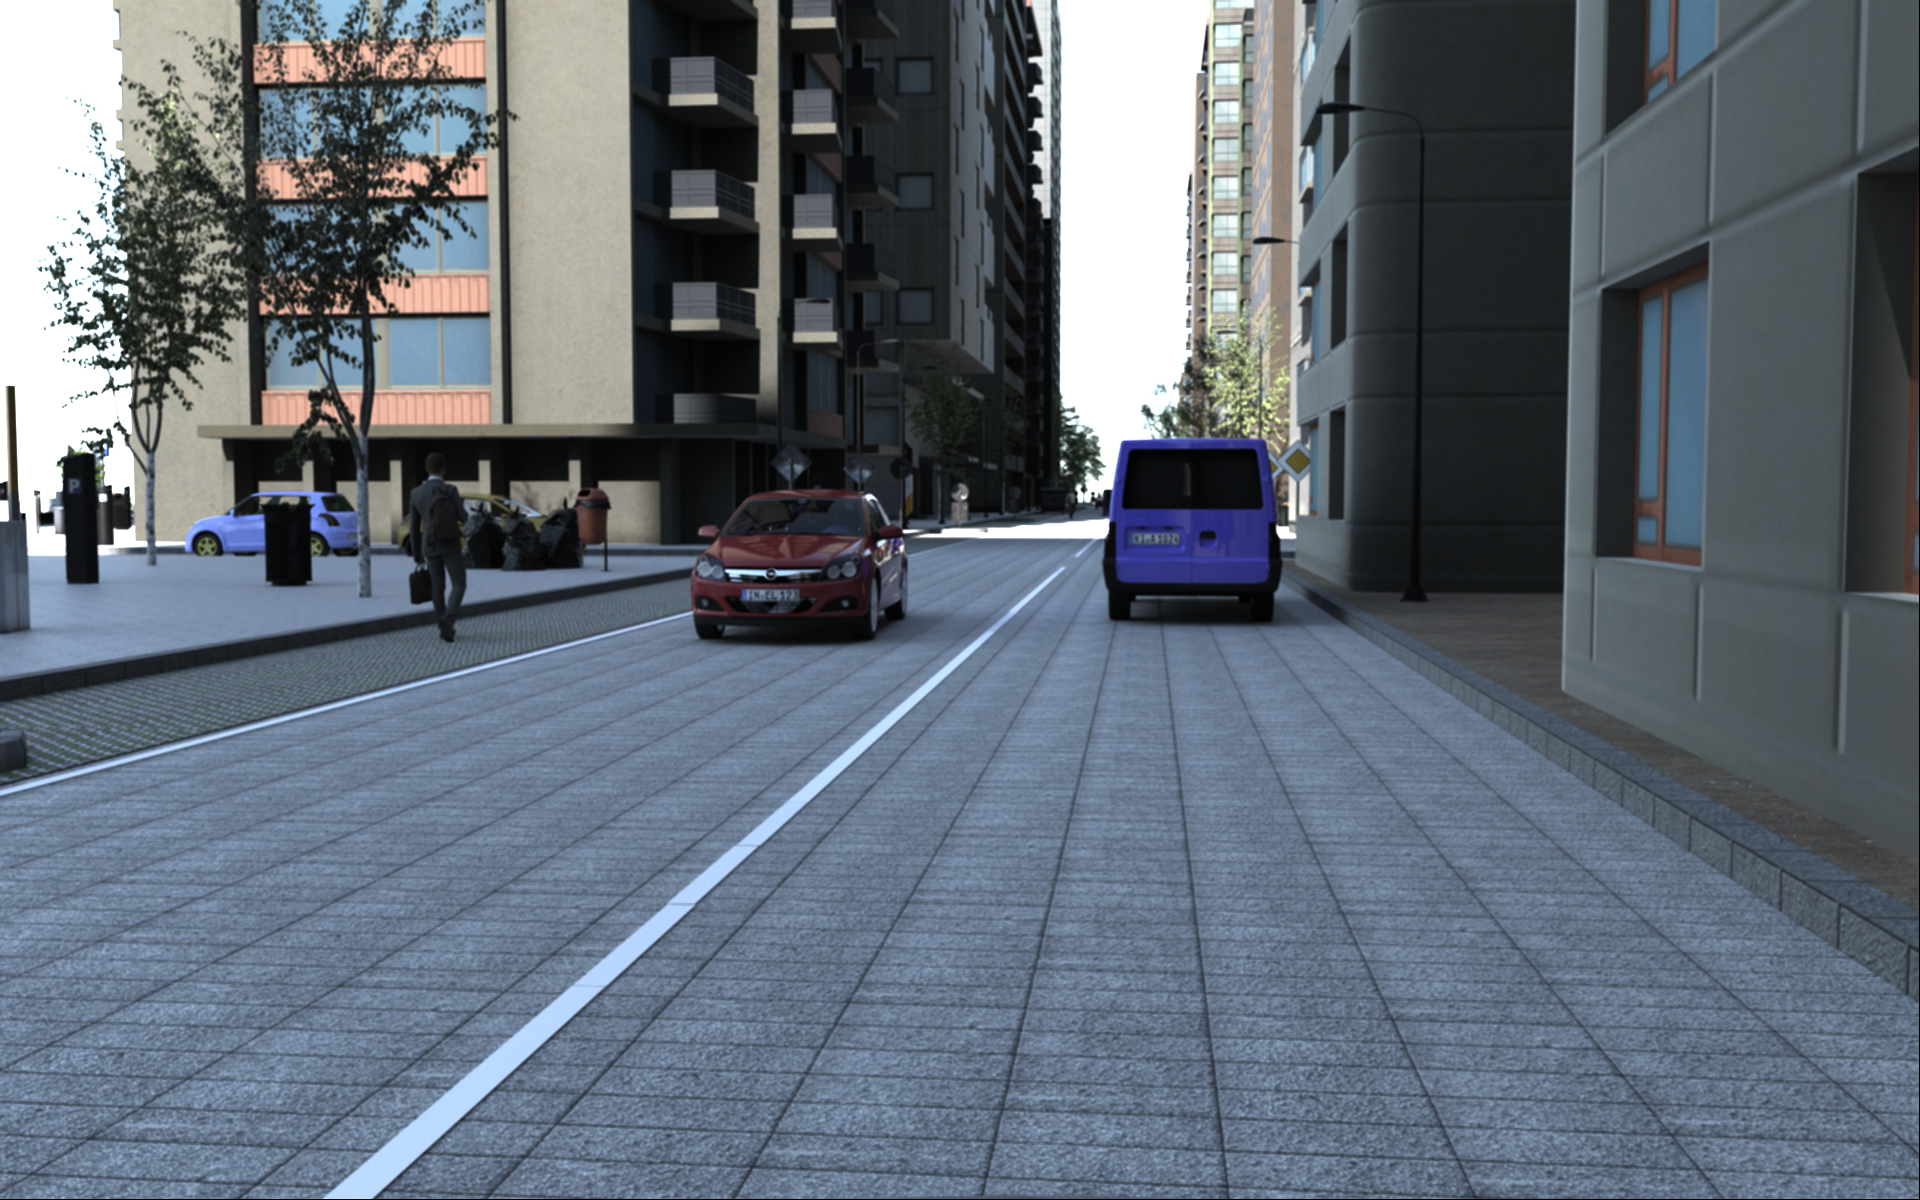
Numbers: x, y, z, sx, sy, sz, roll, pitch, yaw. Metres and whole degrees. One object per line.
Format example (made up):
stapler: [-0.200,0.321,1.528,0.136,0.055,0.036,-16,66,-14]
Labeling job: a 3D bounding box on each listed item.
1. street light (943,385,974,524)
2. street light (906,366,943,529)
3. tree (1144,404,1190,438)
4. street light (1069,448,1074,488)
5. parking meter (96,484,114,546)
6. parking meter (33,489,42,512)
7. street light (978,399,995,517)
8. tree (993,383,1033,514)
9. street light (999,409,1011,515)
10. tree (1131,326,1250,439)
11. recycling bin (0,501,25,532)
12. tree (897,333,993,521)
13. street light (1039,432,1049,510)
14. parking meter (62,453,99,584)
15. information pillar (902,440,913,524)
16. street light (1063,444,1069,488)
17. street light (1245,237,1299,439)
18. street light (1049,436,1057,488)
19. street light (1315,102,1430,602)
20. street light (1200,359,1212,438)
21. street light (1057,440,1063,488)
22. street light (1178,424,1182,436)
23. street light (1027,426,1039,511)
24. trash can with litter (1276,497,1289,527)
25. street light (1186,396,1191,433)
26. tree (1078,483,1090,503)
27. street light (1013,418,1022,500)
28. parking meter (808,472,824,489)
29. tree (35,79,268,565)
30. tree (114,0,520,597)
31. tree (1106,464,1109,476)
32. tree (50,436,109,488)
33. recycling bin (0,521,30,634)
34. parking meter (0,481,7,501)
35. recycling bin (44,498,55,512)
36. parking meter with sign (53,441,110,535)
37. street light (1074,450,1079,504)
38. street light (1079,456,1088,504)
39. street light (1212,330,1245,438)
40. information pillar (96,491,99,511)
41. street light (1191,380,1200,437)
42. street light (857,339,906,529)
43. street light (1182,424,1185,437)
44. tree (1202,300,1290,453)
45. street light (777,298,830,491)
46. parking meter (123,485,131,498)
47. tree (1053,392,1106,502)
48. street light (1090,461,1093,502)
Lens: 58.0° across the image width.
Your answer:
street light: [-0.226,-6.182,73.621,1.470,5.913,1.316,0,4,6]
street light: [-1.500,-5.529,62.944,1.470,5.913,1.316,0,4,6]
tree: [24.907,-16.593,197.050,9.928,11.665,9.643,0,3,0]
street light: [10.402,-12.255,172.907,1.470,5.913,1.316,0,4,6]
parking meter: [-21.358,-2.132,43.276,0.372,1.533,0.369,0,3,0]
parking meter: [-48.261,-5.027,90.607,0.372,1.533,0.369,0,3,0]
street light: [0.901,-6.836,84.314,1.470,5.913,1.316,0,4,6]
tree: [2.606,-9.932,112.756,4.737,8.622,4.395,0,3,0]
street light: [1.974,-7.491,95.012,1.470,5.913,1.316,0,4,6]
tree: [13.742,-9.946,97.021,8.767,10.594,7.601,0,4,7]
recycling bin: [-34.565,-3.072,62.777,0.722,1.027,0.722,0,4,0]
tree: [-0.871,-7.836,78.488,4.737,8.622,4.395,0,3,0]
street light: [5.654,-9.549,128.672,1.470,5.913,1.316,0,4,6]
parking meter: [-12.620,-1.170,24.842,0.399,1.863,0.255,1,4,10]
information pillar: [-2.220,-5.002,73.131,0.504,3.616,0.183,3,4,38]
street light: [9.186,-11.580,161.868,1.470,5.913,1.316,0,4,6]
street light: [5.985,-3.600,31.394,1.470,5.913,1.316,0,4,6]
street light: [6.801,-10.203,139.362,1.470,5.913,1.316,0,4,6]
street light: [4.914,-2.942,20.651,1.470,5.913,1.316,0,4,6]
street light: [9.118,-5.332,59.725,1.470,5.913,1.316,0,4,6]
street light: [7.897,-10.857,150.058,1.470,5.913,1.316,0,4,6]
street light: [14.920,-8.668,114.259,1.470,5.913,1.316,0,4,6]
street light: [4.433,-8.883,117.776,1.470,5.913,1.316,0,4,6]
trash can with litter: [12.395,-3.437,67.584,1.055,1.170,0.624,0,4,2]
street light: [11.530,-6.694,81.993,1.470,5.913,1.316,0,4,6]
tree: [18.913,-16.391,262.596,1.663,3.219,1.824,0,3,0]
street light: [3.068,-8.145,105.708,1.470,5.913,1.316,0,4,6]
parking meter: [-3.828,-2.463,45.975,0.399,1.863,0.255,-1,4,-18]
tree: [-14.691,-4.949,31.271,4.737,8.622,4.395,0,3,0]
tree: [-7.664,-4.340,21.317,4.360,8.622,3.978,0,3,0]
tree: [19.700,-21.647,272.049,7.486,12.596,7.792,0,3,0]
tree: [-29.345,-3.883,58.095,1.663,3.219,1.824,0,3,0]
recycling bin: [-9.164,-0.218,16.113,0.722,1.027,0.722,-1,4,-10]
parking meter: [-49.522,-5.152,89.949,0.399,1.863,0.255,-1,4,-14]
recycling bin: [-61.186,-6.358,116.510,0.722,1.027,0.722,-2,4,-26]
parking meter with sign: [-28.052,-3.610,55.283,0.543,3.016,1.738,2,4,25]
street light: [11.593,-12.908,183.593,1.470,5.913,1.316,0,4,6]
street light: [14.604,-14.595,211.172,1.470,5.913,1.316,0,4,6]
street light: [7.948,-4.679,49.037,1.470,5.913,1.316,0,4,6]
information pillar: [-44.160,-5.135,88.443,0.304,2.012,0.304,1,4,11]
street light: [10.268,-5.988,70.448,1.470,5.913,1.316,0,4,6]
street light: [-2.519,-4.873,52.216,1.470,5.913,1.316,0,4,6]
street light: [12.758,-7.348,92.675,1.470,5.913,1.316,0,4,6]
tree: [11.155,-7.114,66.682,4.737,8.622,4.395,0,3,0]
street light: [-3.773,-4.202,41.248,1.470,5.913,1.316,0,4,6]
parking meter: [-56.369,-6.821,117.230,0.399,1.863,0.255,0,4,-2]
tree: [10.525,-16.798,192.766,7.486,12.596,7.792,0,3,0]
street light: [16.832,-15.956,233.421,1.470,5.913,1.316,0,4,6]
